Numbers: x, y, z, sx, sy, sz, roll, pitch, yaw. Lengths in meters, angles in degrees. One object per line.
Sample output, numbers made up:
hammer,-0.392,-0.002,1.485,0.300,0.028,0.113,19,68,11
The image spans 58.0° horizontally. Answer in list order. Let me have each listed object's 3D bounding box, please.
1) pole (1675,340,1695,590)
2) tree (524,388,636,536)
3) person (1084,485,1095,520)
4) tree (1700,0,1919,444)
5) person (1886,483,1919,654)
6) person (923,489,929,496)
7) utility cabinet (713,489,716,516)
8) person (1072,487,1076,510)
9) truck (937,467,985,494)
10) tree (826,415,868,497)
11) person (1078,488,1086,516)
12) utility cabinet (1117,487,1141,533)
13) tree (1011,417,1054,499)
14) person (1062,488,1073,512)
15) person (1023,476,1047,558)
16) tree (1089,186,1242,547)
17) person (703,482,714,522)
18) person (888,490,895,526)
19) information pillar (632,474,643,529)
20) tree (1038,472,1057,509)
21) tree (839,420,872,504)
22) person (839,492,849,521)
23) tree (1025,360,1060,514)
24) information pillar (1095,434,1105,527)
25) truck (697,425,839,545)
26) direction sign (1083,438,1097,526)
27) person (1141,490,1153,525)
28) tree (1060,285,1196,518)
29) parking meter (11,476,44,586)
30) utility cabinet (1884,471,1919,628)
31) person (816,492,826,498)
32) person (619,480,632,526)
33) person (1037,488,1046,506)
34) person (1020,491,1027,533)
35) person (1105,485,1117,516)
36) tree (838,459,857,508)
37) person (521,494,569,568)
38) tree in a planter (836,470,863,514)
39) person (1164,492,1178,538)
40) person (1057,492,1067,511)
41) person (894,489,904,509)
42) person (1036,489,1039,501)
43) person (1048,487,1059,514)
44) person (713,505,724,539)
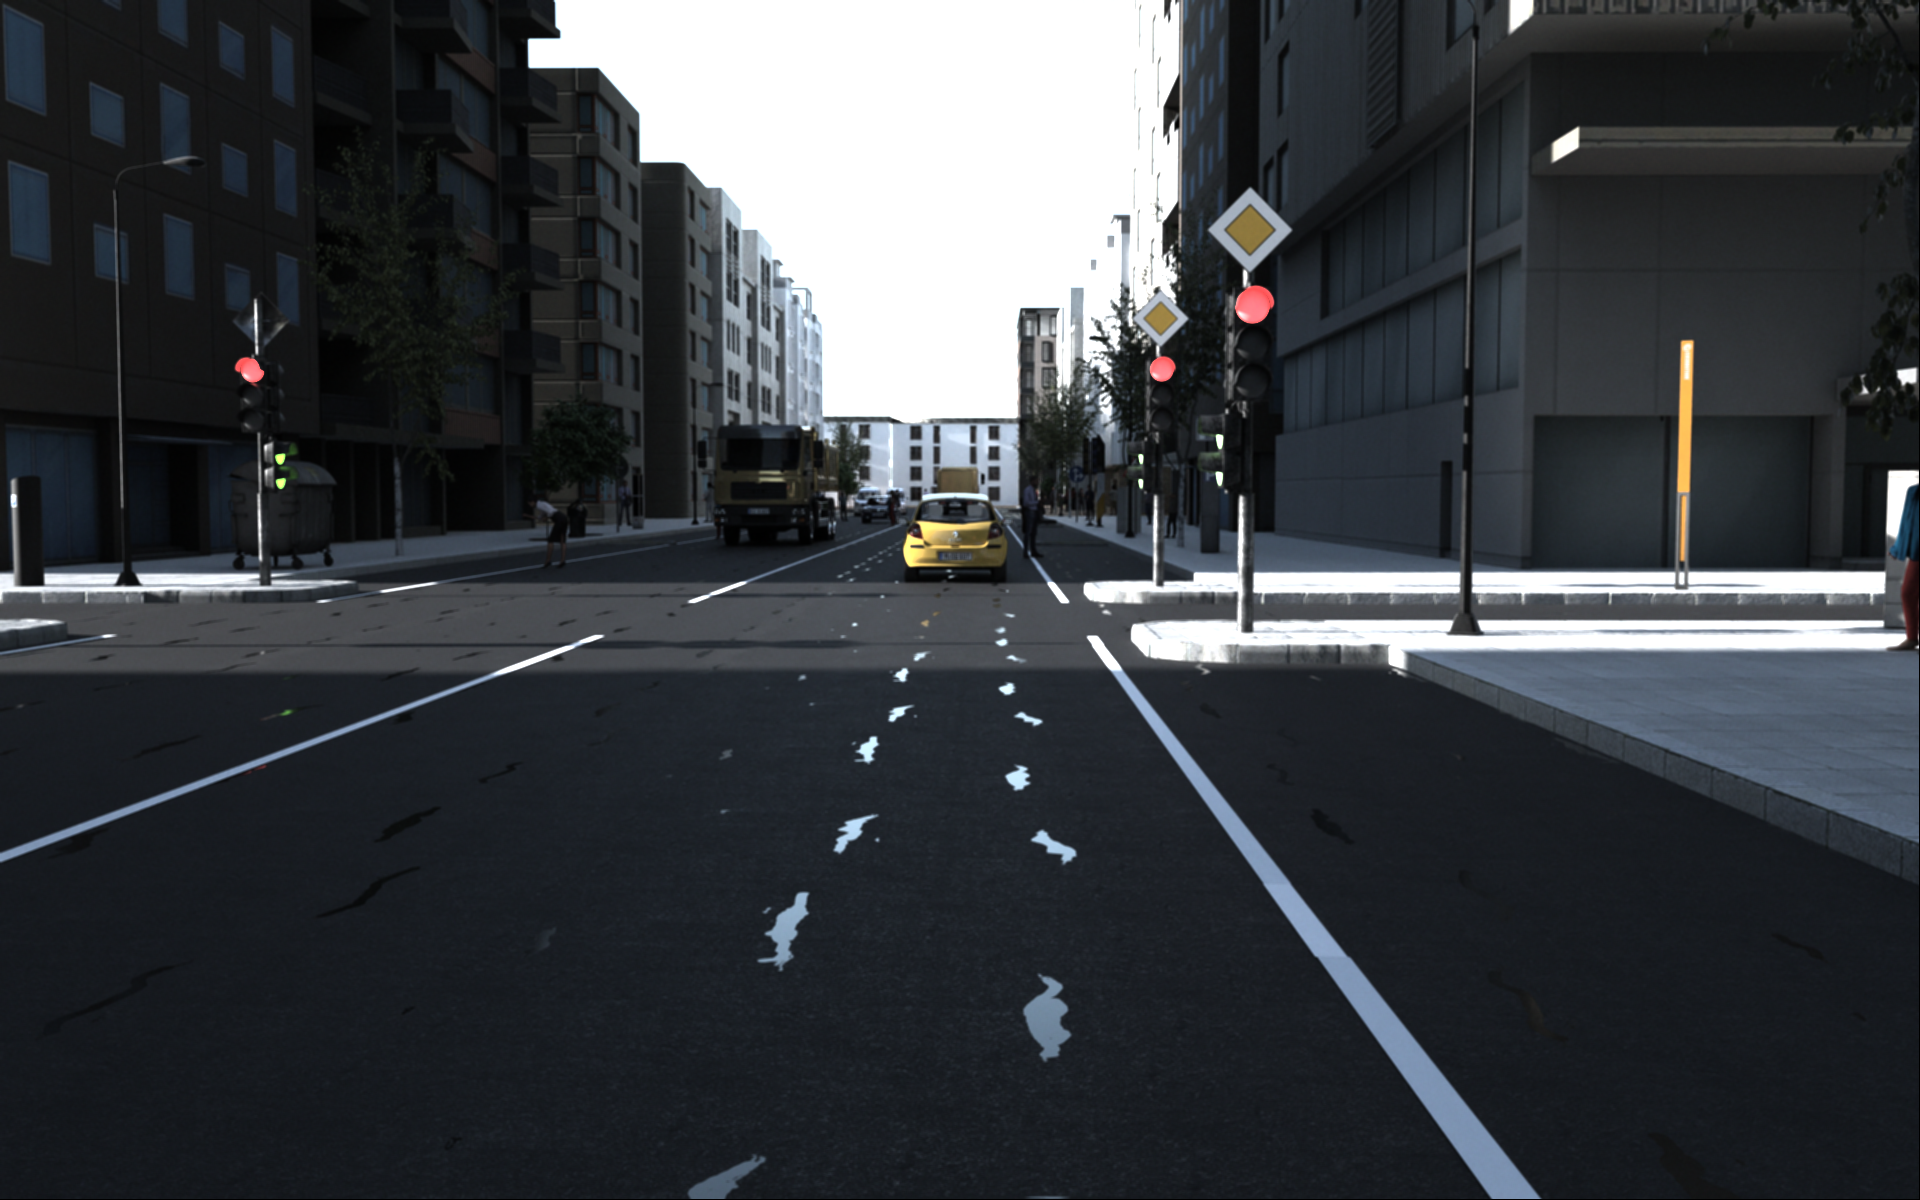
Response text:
pole,9.680,-1.791,23.128,0.158,3.312,0.155,0,3,0
tree,-11.779,-4.276,53.634,4.285,4.588,4.351,0,3,0
person,6.341,-4.796,85.169,0.576,1.737,0.504,1,4,21
tree,5.250,-3.559,8.549,4.360,8.622,3.978,0,3,0
person,7.744,-0.374,13.867,0.444,1.614,0.593,1,4,11
person,-2.687,-7.663,133.651,0.709,1.838,0.599,-3,4,-38
utility cabinet,-11.006,-4.452,81.466,1.173,1.500,0.318,1,4,16
person,8.959,-7.948,135.960,0.705,1.831,1.348,-3,4,-37
truck,-0.085,-7.720,122.153,3.469,3.379,9.791,0,4,2
tree,-10.704,-12.878,160.922,4.737,8.622,4.395,0,3,0
person,7.330,-5.875,103.569,0.593,1.643,0.415,1,4,12
utility cabinet,5.467,-2.901,56.117,0.318,1.500,1.173,2,4,32
tree,6.990,-13.160,165.528,4.360,8.622,3.978,0,3,0
person,7.770,-7.239,124.332,0.705,1.831,1.348,2,4,34
person,1.728,-1.866,38.877,0.599,1.838,0.709,2,4,25
tree,5.311,-5.605,42.003,4.360,8.622,3.978,0,3,0
person,-11.338,-4.405,78.210,0.789,1.805,0.875,2,4,35
person,-3.091,-4.118,77.527,0.444,1.614,0.593,2,4,25
information pillar,-11.874,-3.627,63.801,0.304,2.012,0.304,1,4,17
tree,7.689,-9.467,149.393,1.663,3.219,1.824,0,3,0
tree,-10.554,-13.592,172.587,4.360,8.622,3.978,0,3,0
person,-6.154,-4.947,91.599,0.499,1.552,0.429,-1,4,-15
tree,5.663,-8.715,92.844,4.737,8.622,4.395,0,3,0
information pillar,5.480,-4.658,67.506,0.183,3.616,0.504,-2,4,-25
truck,-5.336,-3.371,51.033,3.469,3.379,9.791,0,4,2
direction sign,5.245,-4.755,69.746,0.379,3.537,0.876,-3,4,-36
person,7.908,-3.958,72.718,0.435,1.587,0.963,2,4,28
tree,6.235,-6.795,61.453,4.737,8.622,4.395,0,3,0
parking meter,-13.012,-0.964,24.170,0.372,1.533,0.369,0,3,0
utility cabinet,9.370,-0.465,16.280,1.173,1.500,0.318,2,4,28
person,-5.540,-3.538,67.062,0.841,1.734,0.376,1,4,18
person,-13.482,-3.913,69.881,0.709,1.838,0.599,-2,4,-32
person,7.366,-9.143,155.670,0.705,1.807,1.348,3,5,40
person,2.444,-3.238,63.708,0.482,1.546,0.388,-2,4,-31
person,9.108,-5.926,102.943,1.348,1.824,0.705,-2,4,-24
tree,-10.850,-10.474,154.968,4.285,4.588,4.351,0,3,0
person,-8.031,-1.343,33.652,0.799,1.438,0.628,-2,4,-33
tree in a planter,-8.011,-7.889,126.206,1.991,3.239,1.994,0,4,1
person,6.160,-2.482,50.537,0.340,1.345,0.435,3,5,39
person,7.634,-7.366,129.658,0.799,1.438,0.628,-1,4,-23
person,-3.635,-5.646,101.612,0.445,1.727,0.742,2,4,32
person,7.852,-10.398,175.989,1.348,1.831,0.705,0,4,6
person,6.050,-6.483,112.587,0.434,1.755,0.990,-3,4,-39
person,-7.512,-2.730,54.846,0.444,1.614,0.593,-3,5,-44
